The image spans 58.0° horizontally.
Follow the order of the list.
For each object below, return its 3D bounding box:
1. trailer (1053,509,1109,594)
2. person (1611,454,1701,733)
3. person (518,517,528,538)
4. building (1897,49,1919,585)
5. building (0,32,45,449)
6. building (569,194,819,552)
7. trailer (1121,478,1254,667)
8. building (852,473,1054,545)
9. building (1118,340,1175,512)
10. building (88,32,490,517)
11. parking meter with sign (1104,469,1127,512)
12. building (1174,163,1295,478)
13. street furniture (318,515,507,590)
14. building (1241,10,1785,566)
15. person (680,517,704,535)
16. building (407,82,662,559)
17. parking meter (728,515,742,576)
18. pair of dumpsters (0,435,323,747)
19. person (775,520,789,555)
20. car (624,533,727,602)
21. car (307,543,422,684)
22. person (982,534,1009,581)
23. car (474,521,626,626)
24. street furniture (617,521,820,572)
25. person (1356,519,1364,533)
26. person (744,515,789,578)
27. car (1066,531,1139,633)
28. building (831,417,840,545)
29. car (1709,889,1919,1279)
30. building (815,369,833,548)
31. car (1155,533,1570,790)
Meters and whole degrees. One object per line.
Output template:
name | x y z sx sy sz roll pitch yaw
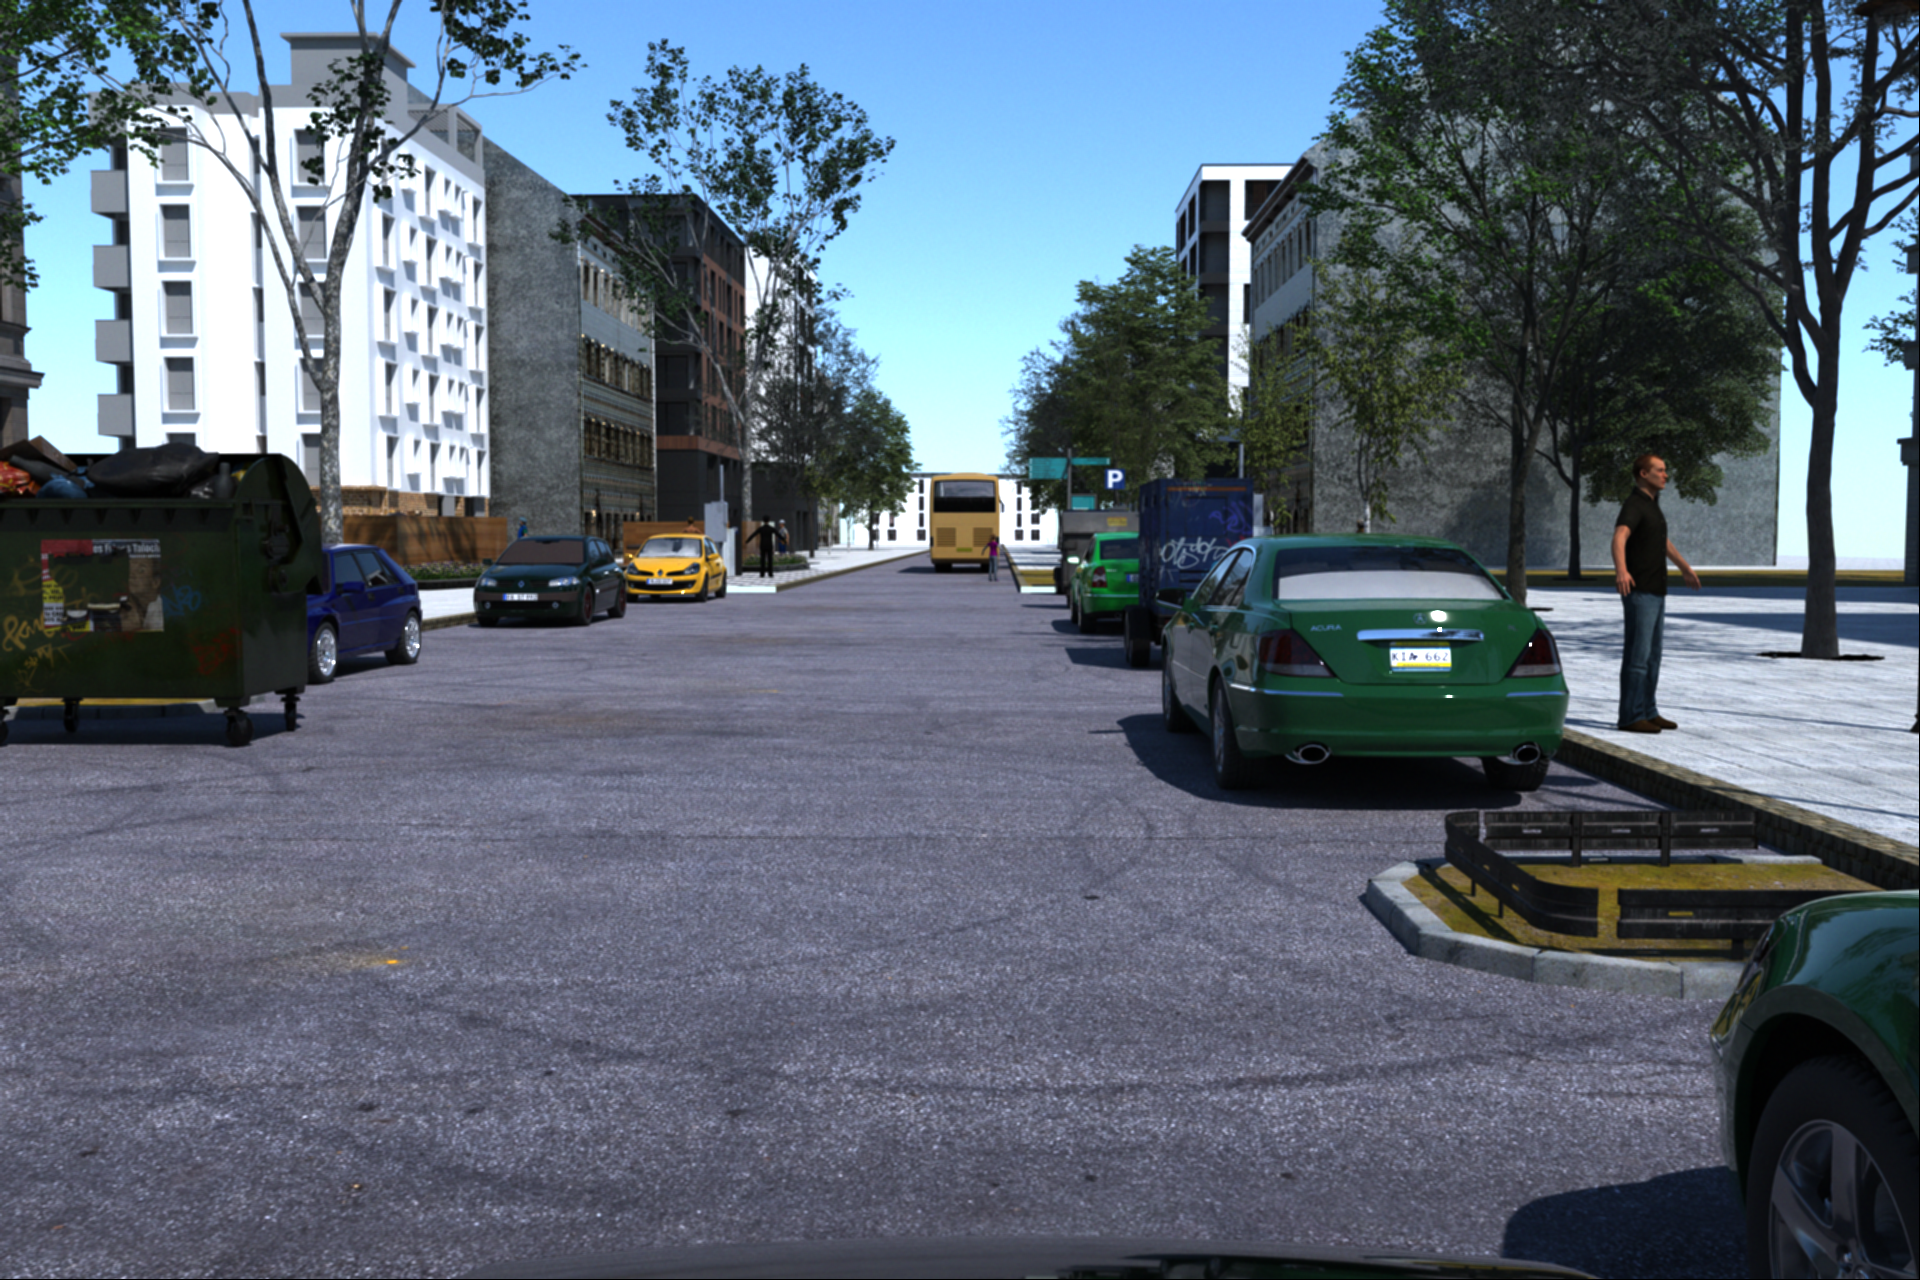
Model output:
trailer | 3.007 -2.144 42.106 1.471 1.999 3.904 0 4 1
person | 4.487 -0.310 11.281 0.705 1.803 1.348 3 5 41
person | -13.915 -2.989 54.996 0.704 1.817 1.347 -2 4 -24
building | 25.844 -11.320 31.755 8.464 21.280 15.925 0 4 1
building | -29.487 -10.744 25.627 10.553 20.879 40.483 0 4 2
building | -25.734 -16.940 120.949 27.936 21.610 32.646 0 4 2
trailer | 2.565 -0.771 19.655 1.471 1.999 3.904 0 4 1
building | -0.838 -17.904 237.334 28.070 9.664 9.099 0 4 -8
building | 24.624 -18.287 165.442 16.747 18.905 31.486 0 4 1
building | -26.995 -12.872 66.879 16.016 20.090 11.380 0 4 2
parking meter with sign | 4.115 -3.015 45.552 0.543 3.016 1.738 0 4 2
building | 27.591 -16.390 111.953 27.936 21.610 32.646 0 4 1
street furniture | -14.306 -2.172 42.366 11.010 1.723 9.812 1 4 15
building | 23.590 -15.096 77.752 19.493 23.208 18.063 0 4 2
person | -7.081 -2.373 45.601 1.217 1.733 0.721 -1 4 -8
building | -26.884 -15.852 90.110 19.493 23.208 18.063 0 4 1
parking meter | -6.903 -2.903 53.175 0.399 1.863 0.255 0 4 3
pair of dumpsters | -6.881 -0.433 12.037 4.436 2.255 1.574 0 4 1
person | -7.077 -3.844 68.712 0.705 1.847 1.347 -2 4 -33
car | -6.140 -1.669 37.518 2.015 1.641 3.980 0 4 1
car | -6.881 -0.316 17.747 1.945 1.354 3.894 0 4 1
person | 1.044 -2.491 52.446 0.991 1.433 0.599 3 4 37
car | -6.616 -1.126 28.198 2.009 1.686 4.222 0 4 1
street furniture | -7.949 -3.355 61.709 9.812 1.723 11.010 0 4 8
person | 14.883 -3.587 64.413 0.705 1.858 1.354 0 4 -7
person | -5.723 -2.769 51.214 1.347 1.837 0.705 0 4 -5
car | 2.631 -1.077 26.401 1.959 1.807 4.718 0 4 1
building | -24.666 -23.240 210.902 19.493 23.208 18.063 0 4 1
car | 2.165 0.655 1.096 2.131 1.459 4.920 0 4 1
building | -22.485 -20.509 166.249 19.493 23.208 18.063 0 4 1
car | 2.378 0.041 11.135 2.131 1.459 4.920 0 4 1
